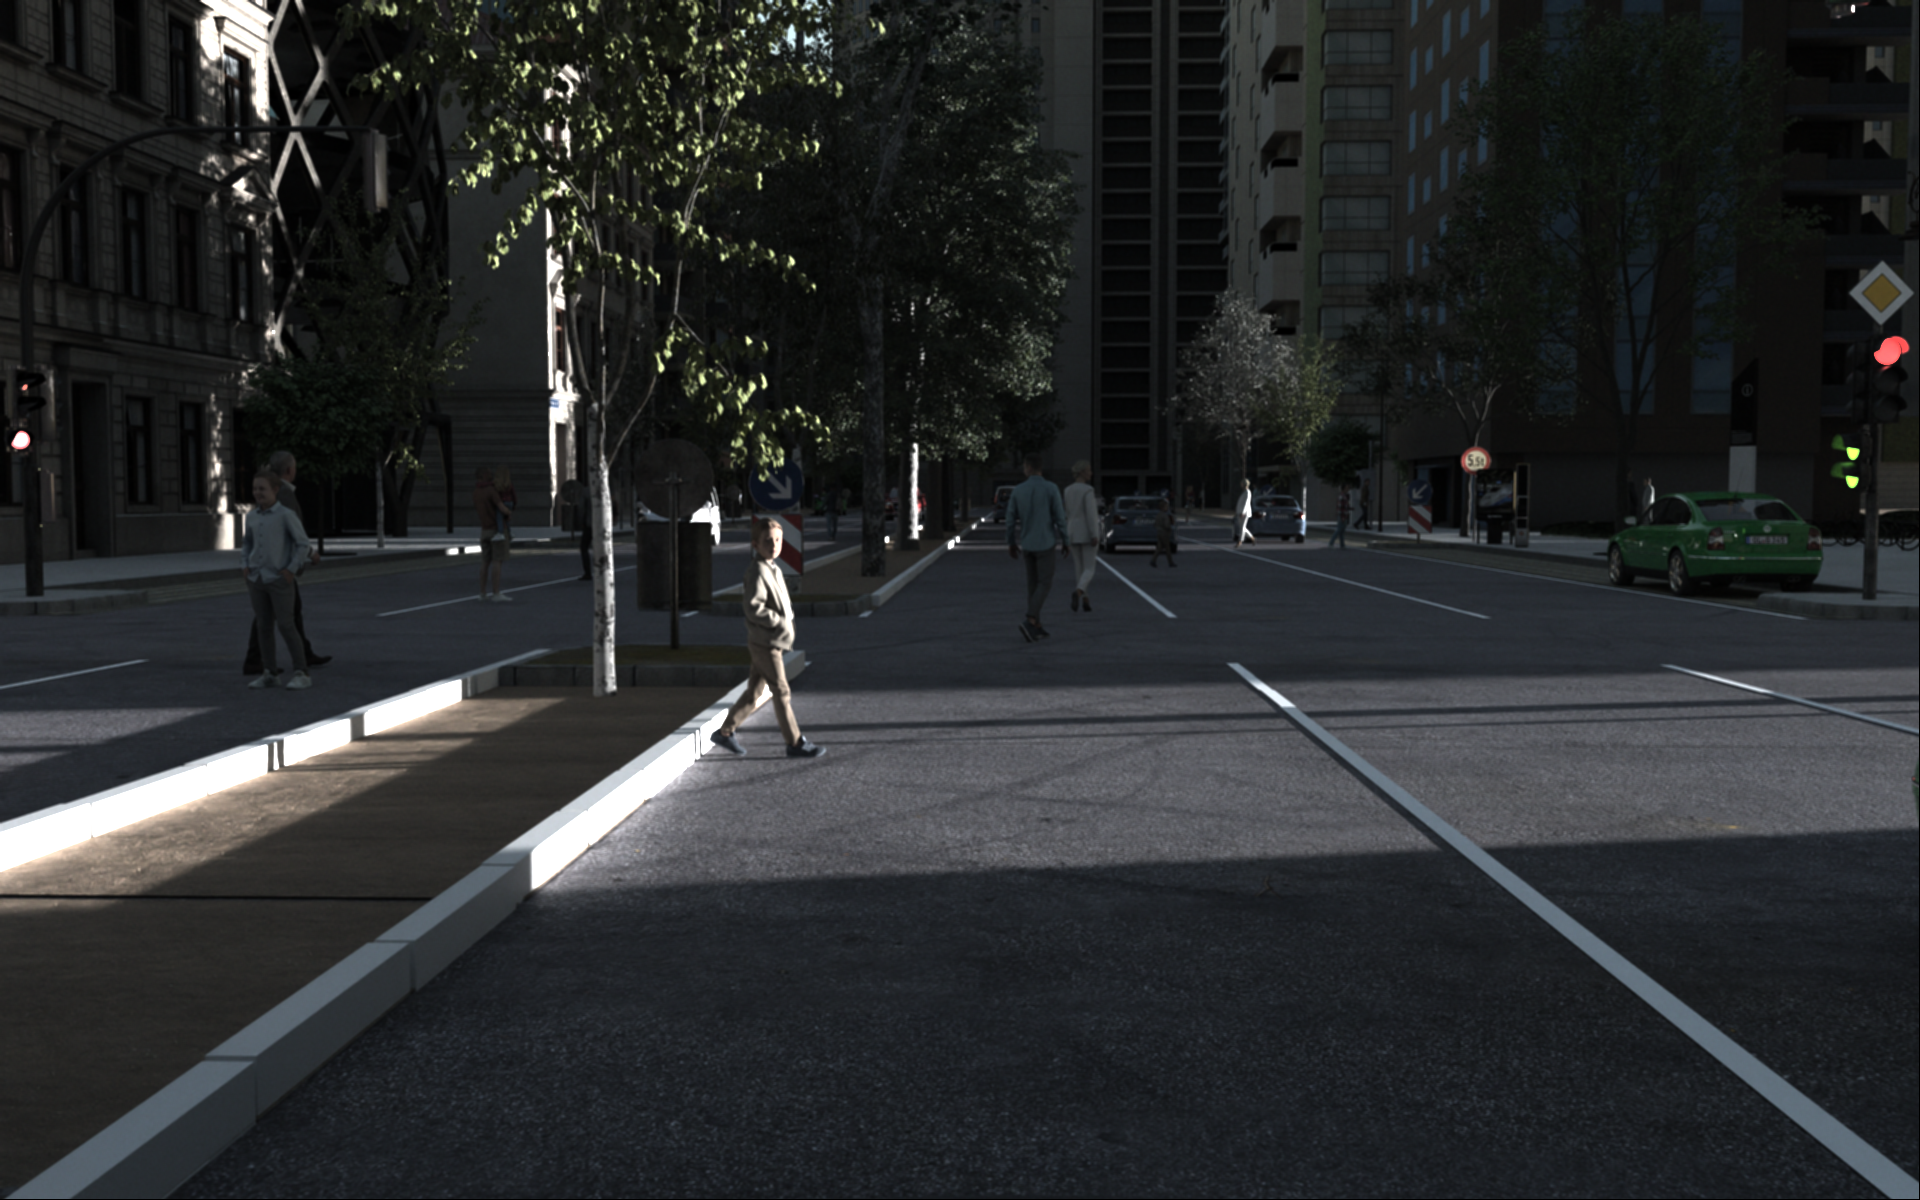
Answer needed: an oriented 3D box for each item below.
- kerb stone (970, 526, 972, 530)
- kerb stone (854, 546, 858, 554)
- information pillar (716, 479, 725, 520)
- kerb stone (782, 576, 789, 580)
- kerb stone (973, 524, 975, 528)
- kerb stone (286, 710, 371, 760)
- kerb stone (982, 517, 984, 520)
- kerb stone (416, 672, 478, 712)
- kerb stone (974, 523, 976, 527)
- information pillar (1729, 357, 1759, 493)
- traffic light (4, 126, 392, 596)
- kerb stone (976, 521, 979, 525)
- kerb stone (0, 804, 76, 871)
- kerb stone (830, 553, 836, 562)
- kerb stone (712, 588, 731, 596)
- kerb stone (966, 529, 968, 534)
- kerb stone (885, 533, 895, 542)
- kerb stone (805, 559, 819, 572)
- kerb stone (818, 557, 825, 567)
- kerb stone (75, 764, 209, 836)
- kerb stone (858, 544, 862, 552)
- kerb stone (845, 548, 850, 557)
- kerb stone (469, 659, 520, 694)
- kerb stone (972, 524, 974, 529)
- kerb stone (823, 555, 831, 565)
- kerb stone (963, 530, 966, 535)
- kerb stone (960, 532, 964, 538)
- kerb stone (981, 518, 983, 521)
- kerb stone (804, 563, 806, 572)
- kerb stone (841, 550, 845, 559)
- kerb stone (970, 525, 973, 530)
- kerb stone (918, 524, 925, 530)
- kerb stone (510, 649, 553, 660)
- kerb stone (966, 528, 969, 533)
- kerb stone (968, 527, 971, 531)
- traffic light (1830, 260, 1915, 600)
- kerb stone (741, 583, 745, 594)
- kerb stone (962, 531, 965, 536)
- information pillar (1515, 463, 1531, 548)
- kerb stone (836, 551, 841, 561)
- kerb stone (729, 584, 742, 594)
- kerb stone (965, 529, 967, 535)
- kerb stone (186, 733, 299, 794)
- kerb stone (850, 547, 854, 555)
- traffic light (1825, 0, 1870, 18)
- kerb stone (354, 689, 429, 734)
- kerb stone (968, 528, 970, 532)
[{"bbox_3d":[0.289,-2.588,64.506,0.120,0.150,1.000,0,4,2],"label":"kerb stone"},{"bbox_3d":[-2.573,-1.149,41.008,0.120,0.150,1.000,0,4,2],"label":"kerb stone"},{"bbox_3d":[-11.866,-4.979,85.903,0.304,2.012,0.304,2,4,24],"label":"information pillar"},{"bbox_3d":[-2.931,-0.459,29.742,0.120,0.150,1.000,0,4,2],"label":"kerb stone"},{"bbox_3d":[0.412,-2.839,68.616,0.120,0.150,1.000,0,4,2],"label":"kerb stone"},{"bbox_3d":[-3.575,0.769,9.740,0.120,0.150,1.000,0,4,2],"label":"kerb stone"},{"bbox_3d":[1.006,-3.967,87.057,0.120,0.150,1.000,0,4,2],"label":"kerb stone"},{"bbox_3d":[-3.515,0.637,11.783,0.120,0.150,1.000,0,4,2],"label":"kerb stone"},{"bbox_3d":[0.480,-2.964,70.660,0.120,0.150,1.000,0,4,2],"label":"kerb stone"},{"bbox_3d":[13.531,-2.358,29.913,0.183,3.616,0.504,-2,4,-27],"label":"information pillar"},{"bbox_3d":[-9.521,-2.871,21.617,4.771,5.953,1.251,0,4,2],"label":"traffic light"},{"bbox_3d":[0.640,-3.277,75.781,0.120,0.150,1.000,0,4,2],"label":"kerb stone"},{"bbox_3d":[-3.680,0.949,6.675,0.120,0.150,1.000,0,4,2],"label":"kerb stone"},{"bbox_3d":[-2.737,-0.838,35.889,0.120,0.150,1.000,0,4,2],"label":"kerb stone"},{"bbox_3d":[-3.162,-0.022,22.559,0.120,0.150,1.000,0,4,2],"label":"kerb stone"},{"bbox_3d":[0.124,-2.274,59.374,0.120,0.150,1.000,0,4,2],"label":"kerb stone"},{"bbox_3d":[-2.178,-1.904,53.323,0.120,0.150,1.000,0,4,2],"label":"kerb stone"},{"bbox_3d":[-2.841,-0.650,32.817,0.120,0.150,1.000,0,4,2],"label":"kerb stone"},{"bbox_3d":[-2.803,-0.712,33.844,0.120,0.150,1.000,0,4,2],"label":"kerb stone"},{"bbox_3d":[-3.644,0.892,7.697,0.120,0.150,1.000,0,4,2],"label":"kerb stone"},{"bbox_3d":[-2.545,-1.213,42.032,0.120,0.150,1.000,0,4,2],"label":"kerb stone"},{"bbox_3d":[-2.639,-1.024,38.965,0.120,0.150,1.000,0,4,2],"label":"kerb stone"},{"bbox_3d":[-3.478,0.574,12.813,0.120,0.150,1.000,0,4,2],"label":"kerb stone"},{"bbox_3d":[0.382,-2.777,67.594,0.120,0.150,1.000,0,4,2],"label":"kerb stone"},{"bbox_3d":[-2.762,-0.775,34.865,0.120,0.150,1.000,0,4,2],"label":"kerb stone"},{"bbox_3d":[0.052,-2.148,57.322,0.120,0.150,1.000,0,4,2],"label":"kerb stone"},{"bbox_3d":[-0.044,-1.960,54.247,0.120,0.150,1.000,0,4,2],"label":"kerb stone"},{"bbox_3d":[0.916,-3.774,83.969,0.120,0.150,1.000,0,4,2],"label":"kerb stone"},{"bbox_3d":[-2.902,-0.524,30.764,0.120,0.150,1.000,0,4,2],"label":"kerb stone"},{"bbox_3d":[-2.675,-0.963,37.943,0.120,0.150,1.000,0,4,2],"label":"kerb stone"},{"bbox_3d":[0.314,-2.650,65.528,0.120,0.150,1.000,0,4,2],"label":"kerb stone"},{"bbox_3d":[-1.585,-3.031,71.782,0.120,0.150,1.000,0,4,2],"label":"kerb stone"},{"bbox_3d":[-3.445,0.513,13.841,0.120,0.150,1.000,0,4,2],"label":"kerb stone"},{"bbox_3d":[0.159,-2.336,60.396,0.120,0.150,1.000,0,4,2],"label":"kerb stone"},{"bbox_3d":[0.218,-2.461,62.457,0.120,0.150,1.000,0,4,2],"label":"kerb stone"},{"bbox_3d":[11.035,-1.958,20.940,0.839,4.253,0.868,0,4,2],"label":"traffic light"},{"bbox_3d":[-3.093,-0.147,24.606,0.120,0.150,1.000,0,4,2],"label":"kerb stone"},{"bbox_3d":[0.020,-2.086,56.300,0.120,0.150,1.000,0,4,2],"label":"kerb stone"},{"bbox_3d":[13.524,-2.271,41.622,0.304,2.012,0.304,2,4,23],"label":"information pillar"},{"bbox_3d":[-2.702,-0.900,36.916,0.120,0.150,1.000,0,4,2],"label":"kerb stone"},{"bbox_3d":[-3.137,-0.079,23.585,0.120,0.150,1.000,0,4,2],"label":"kerb stone"},{"bbox_3d":[0.083,-2.210,58.345,0.120,0.150,1.000,0,4,2],"label":"kerb stone"},{"bbox_3d":[-3.608,0.824,8.719,0.120,0.150,1.000,0,4,2],"label":"kerb stone"},{"bbox_3d":[-2.607,-1.088,39.986,0.120,0.150,1.000,0,4,2],"label":"kerb stone"},{"bbox_3d":[8.685,-2.337,12.884,4.771,5.953,1.251,0,4,2],"label":"traffic light"},{"bbox_3d":[-3.544,0.703,10.762,0.120,0.150,1.000,0,4,2],"label":"kerb stone"},{"bbox_3d":[0.182,-2.400,61.428,0.120,0.150,1.000,0,4,2],"label":"kerb stone"}]
